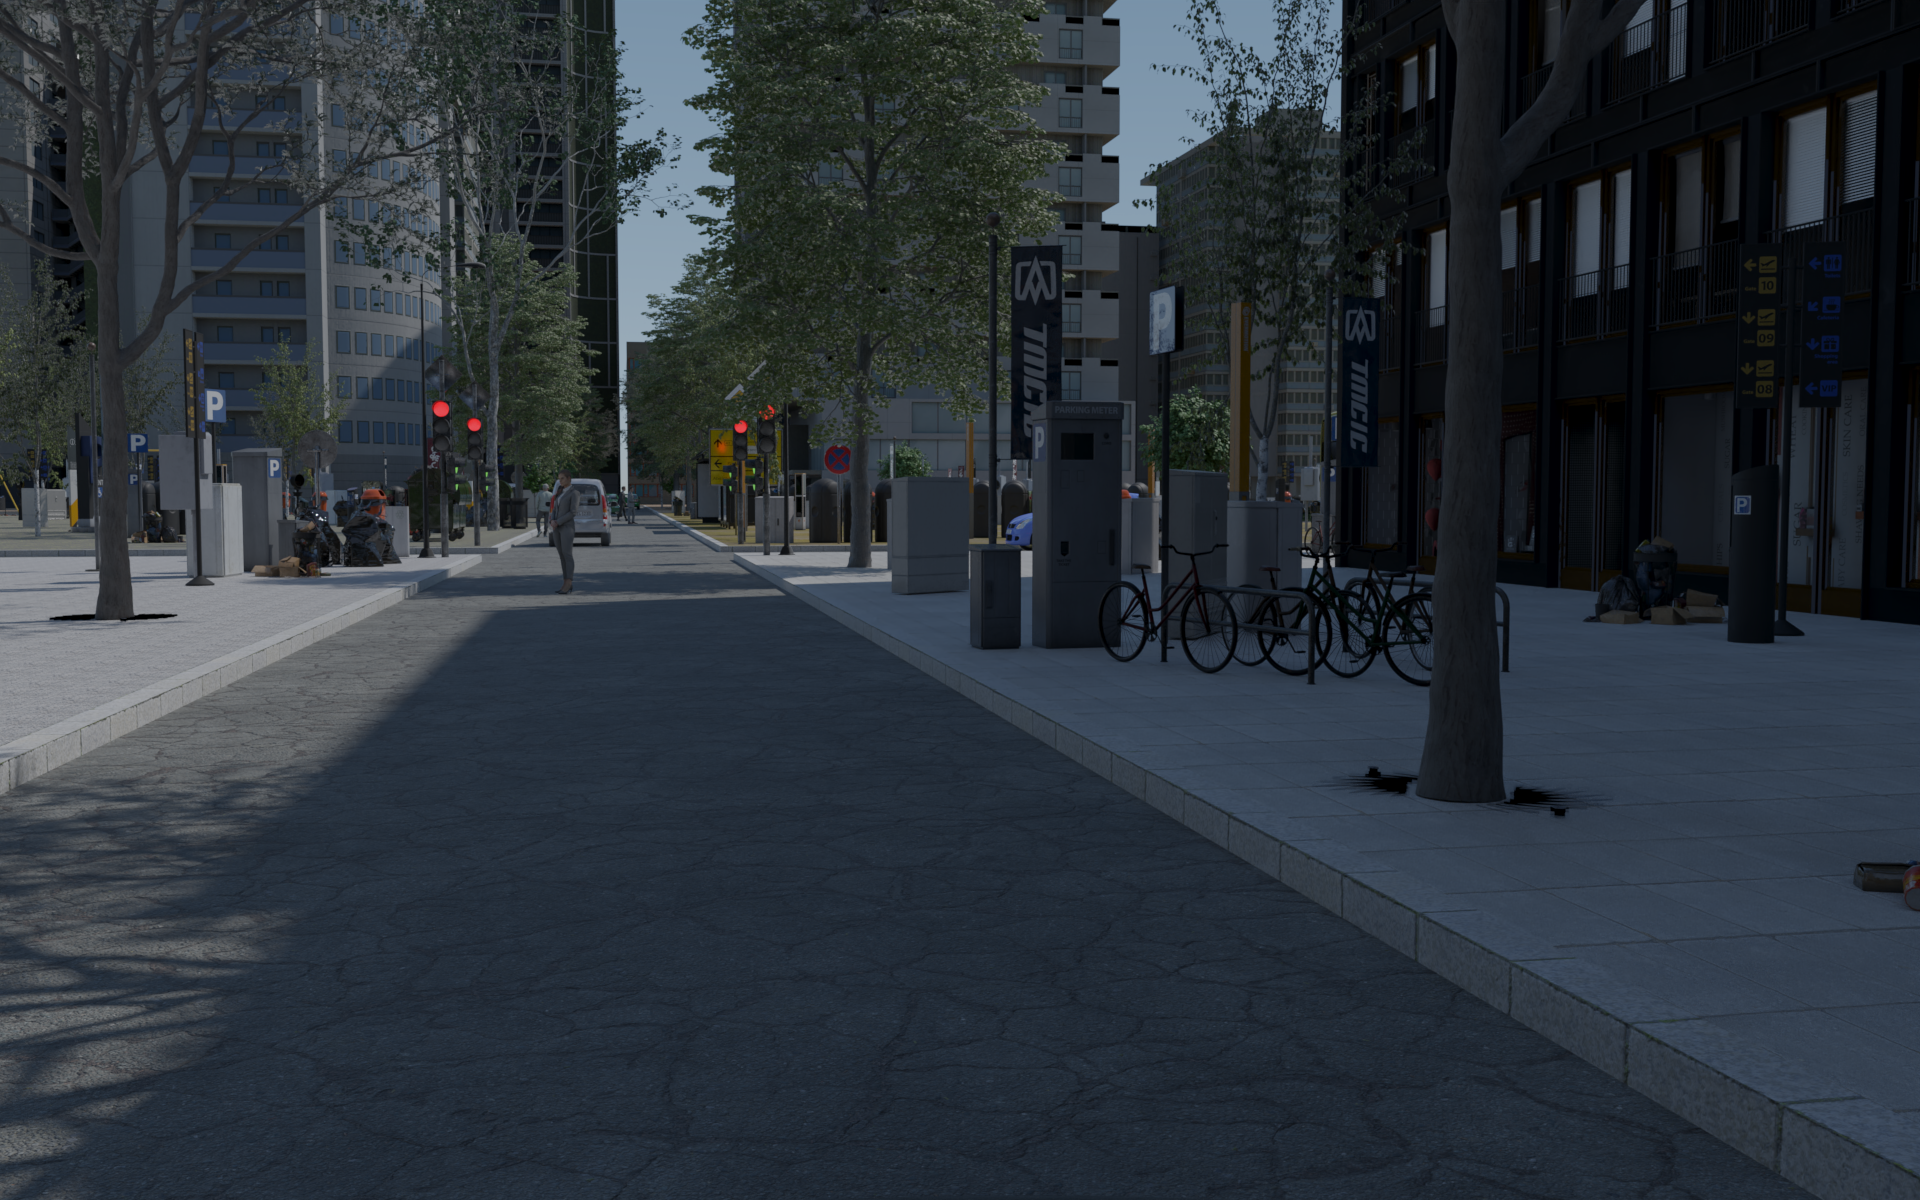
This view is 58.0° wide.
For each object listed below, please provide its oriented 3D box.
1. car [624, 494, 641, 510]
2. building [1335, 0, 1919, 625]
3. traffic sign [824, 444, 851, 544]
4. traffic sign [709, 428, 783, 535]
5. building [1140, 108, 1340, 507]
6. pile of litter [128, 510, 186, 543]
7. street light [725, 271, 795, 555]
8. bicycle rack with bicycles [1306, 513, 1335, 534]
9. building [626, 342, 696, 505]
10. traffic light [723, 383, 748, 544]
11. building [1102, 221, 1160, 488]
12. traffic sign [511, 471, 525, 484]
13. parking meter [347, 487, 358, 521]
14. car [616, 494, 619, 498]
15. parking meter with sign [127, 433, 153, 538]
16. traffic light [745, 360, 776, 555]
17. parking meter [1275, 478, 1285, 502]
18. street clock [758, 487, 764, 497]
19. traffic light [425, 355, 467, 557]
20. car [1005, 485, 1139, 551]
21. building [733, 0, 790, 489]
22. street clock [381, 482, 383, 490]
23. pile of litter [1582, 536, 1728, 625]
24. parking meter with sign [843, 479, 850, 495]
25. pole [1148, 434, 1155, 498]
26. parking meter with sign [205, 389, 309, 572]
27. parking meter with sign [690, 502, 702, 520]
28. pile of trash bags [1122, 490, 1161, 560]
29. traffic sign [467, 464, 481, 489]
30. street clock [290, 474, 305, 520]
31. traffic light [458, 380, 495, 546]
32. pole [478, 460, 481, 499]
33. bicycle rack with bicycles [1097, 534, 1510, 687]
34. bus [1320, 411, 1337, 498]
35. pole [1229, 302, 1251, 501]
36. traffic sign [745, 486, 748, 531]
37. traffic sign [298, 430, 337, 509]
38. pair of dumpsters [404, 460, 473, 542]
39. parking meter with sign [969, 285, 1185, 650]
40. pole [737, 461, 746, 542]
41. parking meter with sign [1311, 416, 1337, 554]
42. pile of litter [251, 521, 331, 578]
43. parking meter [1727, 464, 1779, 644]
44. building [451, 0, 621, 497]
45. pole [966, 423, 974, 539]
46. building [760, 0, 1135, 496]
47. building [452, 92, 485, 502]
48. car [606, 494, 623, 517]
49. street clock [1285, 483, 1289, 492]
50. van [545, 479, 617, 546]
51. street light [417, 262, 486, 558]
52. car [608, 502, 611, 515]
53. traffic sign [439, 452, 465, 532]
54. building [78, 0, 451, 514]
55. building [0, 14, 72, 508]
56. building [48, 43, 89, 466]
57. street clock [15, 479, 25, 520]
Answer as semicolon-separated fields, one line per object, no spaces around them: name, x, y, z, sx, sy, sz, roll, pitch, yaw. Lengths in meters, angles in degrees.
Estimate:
car;-30.269;-9.174;158.791;1.959;1.807;4.718;-1;4;-11
building;14.133;-11.833;23.154;12.332;23.373;15.834;-1;4;-11
traffic sign;-3.118;-2.720;44.570;0.768;2.556;0.104;-1;4;-8
traffic sign;-6.650;-3.669;53.866;2.265;3.308;0.079;-1;4;-9
building;33.439;-29.905;180.831;23.993;40.220;32.217;-1;4;-11
pile of litter;-21.281;-1.935;45.605;1.719;0.858;1.176;-1;4;-11
street light;-4.180;-3.893;36.188;1.470;5.913;1.316;-1;4;-11
bicycle rack with bicycles;8.425;-1.265;34.068;2.852;0.926;2.925;-1;4;-14
building;-28.185;-23.132;223.251;28.899;21.520;27.650;-1;4;-11
traffic light;-5.606;-3.372;44.058;0.839;4.253;0.868;-1;4;-11
building;12.740;-25.396;186.925;14.107;30.474;14.160;-1;4;-11
traffic sign;-23.918;-5.730;93.784;0.768;2.556;0.104;0;4;-5
parking meter;-22.012;-3.326;62.790;0.372;1.533;0.369;0;3;0
car;-35.390;-10.030;175.789;2.131;1.459;4.920;-1;4;-10
parking meter with sign;-24.170;-3.324;50.609;0.543;3.016;1.738;-3;4;-36
traffic light;-4.074;-2.893;36.221;0.839;4.253;0.868;-1;4;-11
parking meter;11.984;-3.617;64.851;0.255;1.863;0.399;-1;4;-13
street clock;-6.271;-3.074;54.825;0.358;2.002;0.471;-1;4;-10
traffic light;-10.413;-2.816;34.971;0.839;4.253;0.868;-1;4;-11
car;2.981;-2.058;43.238;3.694;1.707;1.945;-1;4;-11
building;-12.008;-38.612;173.299;21.231;58.520;28.212;-1;4;-11
street clock;-34.582;-6.040;103.319;0.358;2.002;0.471;-3;5;-39
pile of litter;7.140;-0.211;17.411;1.719;0.858;1.176;1;4;11
parking meter with sign;-5.563;-5.530;86.676;0.543;3.016;1.738;-1;4;-16
pole;5.965;-3.681;54.033;0.158;3.312;0.155;0;3;0
parking meter with sign;-11.629;-1.981;28.651;1.738;3.016;0.543;1;4;15
parking meter with sign;-12.901;-5.571;87.353;1.738;3.016;0.543;2;4;35
pile of trash bags;3.240;-1.536;34.872;1.912;1.369;3.447;0;4;4
traffic sign;-19.709;-4.333;70.852;0.884;2.594;0.081;0;4;-8
street clock;-23.771;-3.523;62.176;0.358;2.002;0.471;2;4;26
traffic light;-11.945;-3.296;42.808;0.839;4.253;0.868;-1;4;-11
pole;-26.388;-6.183;94.929;0.158;3.312;0.155;0;3;0
bicycle rack with bicycles;2.701;0.046;12.631;2.852;0.926;2.925;-2;4;-26
bus;15.481;-3.232;44.385;12.252;3.916;2.896;-1;4;-9
pole;3.000;-1.513;18.574;0.158;3.312;0.155;0;3;0
traffic sign;-7.365;-3.652;59.708;0.884;2.594;0.081;0;4;-4
traffic sign;-12.775;-2.101;34.460;0.768;2.556;0.104;0;4;-6
pair of dumpsters;-14.621;-2.817;48.548;1.574;2.255;4.437;-1;4;-11
parking meter with sign;0.963;-1.118;14.543;1.738;3.016;0.543;-1;4;-17
pole;-5.843;-3.207;46.277;0.158;3.312;0.155;0;3;0
parking meter with sign;8.180;-2.554;38.016;0.543;3.016;1.738;2;4;28
pile of litter;-10.441;-0.799;27.027;1.176;0.858;1.719;-1;4;-18
parking meter;6.858;-0.402;14.976;0.372;1.533;0.369;0;3;0
building;-52.743;-47.428;213.700;20.611;71.187;20.563;-1;4;-11
pole;0.280;-3.402;49.458;0.158;3.312;0.155;0;3;0
building;-2.366;-34.116;147.027;28.713;52.752;27.495;-1;4;-11
building;-57.431;-28.776;162.364;23.993;40.220;32.217;-1;4;-11
car;-22.263;-5.961;109.267;2.131;1.459;4.920;-1;4;-13
street clock;22.106;-6.882;117.094;0.358;2.002;0.471;0;4;6
van;-10.708;-2.561;48.891;2.013;2.044;4.112;-1;4;-10
street light;-10.194;-3.805;34.752;1.470;5.913;1.316;-1;4;-11
car;-18.176;-4.502;85.606;2.014;1.417;4.499;-1;4;-13
traffic sign;-15.365;-3.198;52.396;0.768;2.556;0.104;0;4;-5
building;-48.952;-35.693;125.578;21.231;58.520;28.212;-1;4;-11
building;-94.570;-44.214;161.159;20.611;71.187;20.563;-1;4;-11
building;-77.991;-31.666;167.857;14.200;45.320;14.600;-1;4;-11
street clock;-45.835;-4.889;84.503;0.358;2.002;0.471;0;4;0
